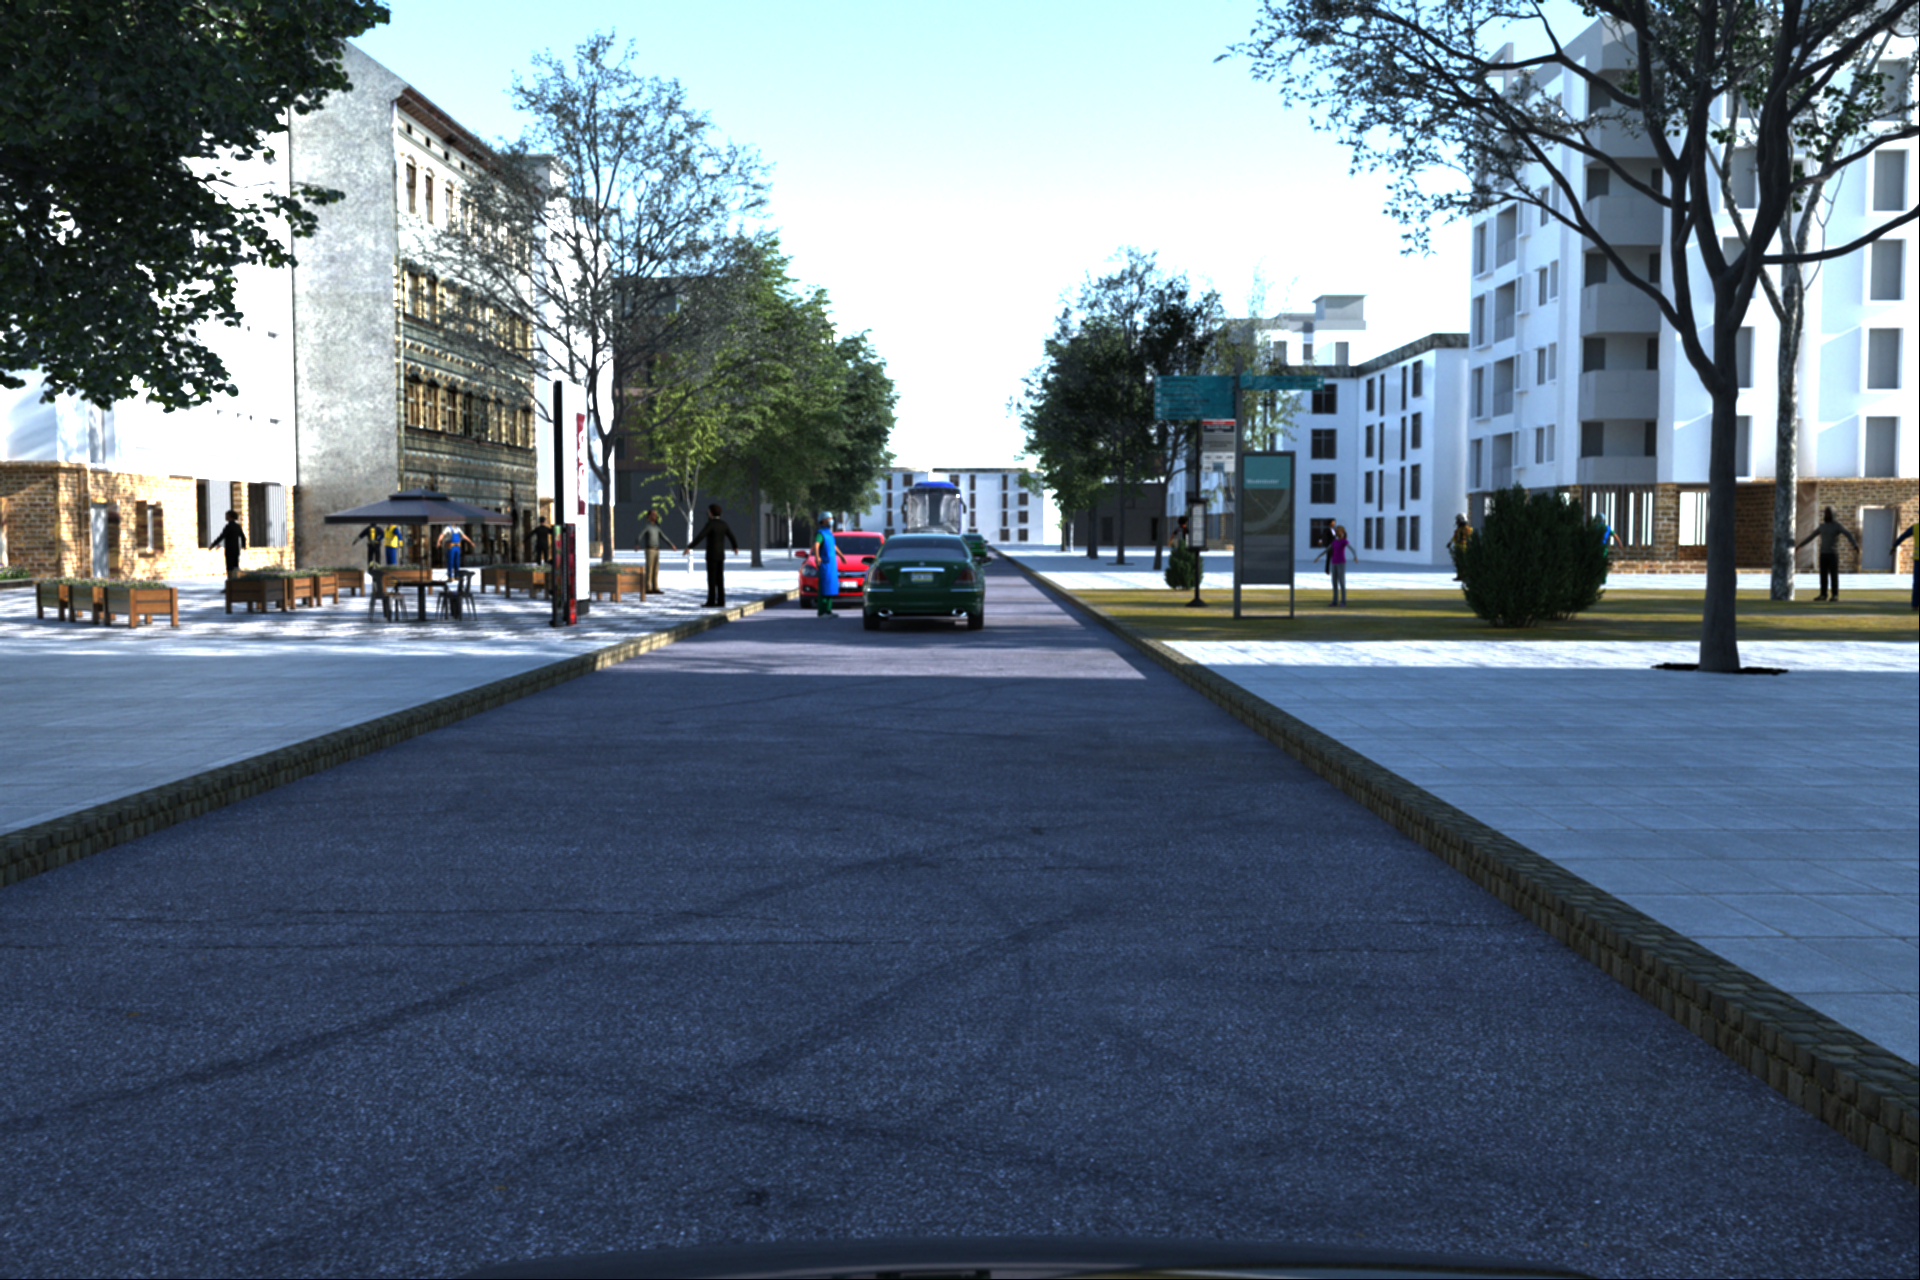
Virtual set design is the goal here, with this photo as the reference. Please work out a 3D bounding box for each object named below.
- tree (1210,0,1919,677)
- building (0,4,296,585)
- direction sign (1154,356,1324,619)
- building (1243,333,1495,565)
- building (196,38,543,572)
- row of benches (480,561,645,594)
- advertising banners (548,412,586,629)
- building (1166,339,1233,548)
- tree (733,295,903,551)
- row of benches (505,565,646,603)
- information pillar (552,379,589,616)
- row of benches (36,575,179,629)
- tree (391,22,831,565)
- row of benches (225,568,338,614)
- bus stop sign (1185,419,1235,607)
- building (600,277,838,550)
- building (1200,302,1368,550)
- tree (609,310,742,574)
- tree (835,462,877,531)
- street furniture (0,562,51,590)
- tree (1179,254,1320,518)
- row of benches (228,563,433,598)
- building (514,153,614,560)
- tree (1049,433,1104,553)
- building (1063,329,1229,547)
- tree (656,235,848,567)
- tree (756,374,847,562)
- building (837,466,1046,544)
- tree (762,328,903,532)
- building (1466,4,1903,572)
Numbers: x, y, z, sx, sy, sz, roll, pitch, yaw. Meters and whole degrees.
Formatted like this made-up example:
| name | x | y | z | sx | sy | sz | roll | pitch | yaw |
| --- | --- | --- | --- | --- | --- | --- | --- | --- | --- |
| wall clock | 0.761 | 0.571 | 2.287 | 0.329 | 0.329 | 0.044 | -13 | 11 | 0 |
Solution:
| name | x | y | z | sx | sy | sz | roll | pitch | yaw |
| --- | --- | --- | --- | --- | --- | --- | --- | --- | --- |
| tree | 6.986 | -6.442 | 15.692 | 12.009 | 13.543 | 11.850 | 0 | 3 | 0 |
| building | -27.441 | -11.528 | 44.910 | 16.016 | 20.090 | 11.380 | 0 | 4 | 1 |
| direction sign | 4.177 | -2.247 | 25.502 | 2.525 | 3.948 | 1.411 | 0 | 4 | 1 |
| building | 20.485 | -8.822 | 86.379 | 9.099 | 9.664 | 28.070 | 0 | 3 | 0 |
| building | -28.111 | -14.466 | 67.443 | 19.493 | 23.208 | 18.063 | 0 | 4 | 1 |
| row of benches | -8.867 | -1.414 | 38.577 | 1.422 | 0.672 | 4.104 | 3 | 5 | 42 |
| advertising banners | -5.492 | -1.723 | 24.357 | 0.090 | 3.025 | 2.074 | 0 | 4 | 1 |
| building | 24.948 | -18.854 | 164.686 | 16.016 | 20.090 | 11.380 | 0 | 4 | 1 |
| tree | -7.691 | -11.333 | 91.951 | 9.857 | 13.997 | 8.962 | 0 | 3 | 0 |
| row of benches | -7.607 | -1.122 | 33.814 | 4.104 | 0.672 | 1.422 | 3 | 5 | 44 |
| information pillar | -6.098 | -2.192 | 27.158 | 0.184 | 3.620 | 1.656 | 0 | 4 | 0 |
| row of benches | -12.332 | -0.583 | 24.996 | 1.422 | 0.672 | 4.104 | -3 | 5 | -44 |
| tree | -8.838 | -8.092 | 42.666 | 12.009 | 13.543 | 11.850 | 0 | 3 | 0 |
| row of benches | -11.595 | -0.870 | 29.684 | 1.422 | 0.672 | 4.104 | 0 | 4 | -3 |
| bus stop sign | 4.403 | -2.554 | 30.458 | 0.855 | 3.939 | 0.416 | 0 | 4 | 0 |
| building | -26.225 | -18.977 | 154.253 | 27.936 | 21.610 | 32.646 | 0 | 4 | 1 |
| building | 25.878 | -17.867 | 148.545 | 16.016 | 20.090 | 11.380 | 0 | 4 | 1 |
| tree | -8.819 | -6.431 | 55.513 | 4.737 | 8.622 | 4.395 | 0 | 3 | 0 |
| tree | -8.519 | -10.606 | 123.762 | 4.360 | 8.622 | 3.978 | 0 | 3 | 0 |
| street furniture | -24.408 | -1.890 | 37.759 | 11.010 | 1.723 | 9.812 | -1 | 4 | -12 |
| tree | 7.337 | -5.859 | 46.165 | 4.360 | 8.622 | 3.978 | 0 | 3 | 0 |
| row of benches | -12.752 | -1.224 | 35.483 | 4.104 | 0.672 | 1.422 | -3 | 4 | -38 |
| building | -25.128 | -14.136 | 87.541 | 16.016 | 20.090 | 11.380 | 0 | 4 | 0 |
| tree | 7.656 | -10.214 | 117.364 | 4.737 | 8.622 | 4.395 | 0 | 3 | 0 |
| building | 25.057 | -21.116 | 189.216 | 27.936 | 21.610 | 32.646 | 0 | 4 | 0 |
| tree | -7.911 | -9.041 | 65.948 | 7.486 | 12.596 | 7.792 | 0 | 3 | 0 |
| tree | -8.072 | -7.929 | 80.008 | 4.360 | 8.622 | 3.978 | 0 | 3 | 0 |
| building | -3.352 | -16.575 | 215.607 | 28.070 | 9.664 | 9.099 | 0 | 4 | 4 |
| tree | -8.277 | -12.263 | 107.150 | 9.857 | 13.997 | 8.962 | 0 | 3 | 0 |
| building | 25.581 | -12.950 | 68.152 | 16.016 | 20.090 | 11.380 | 0 | 4 | 0 |
